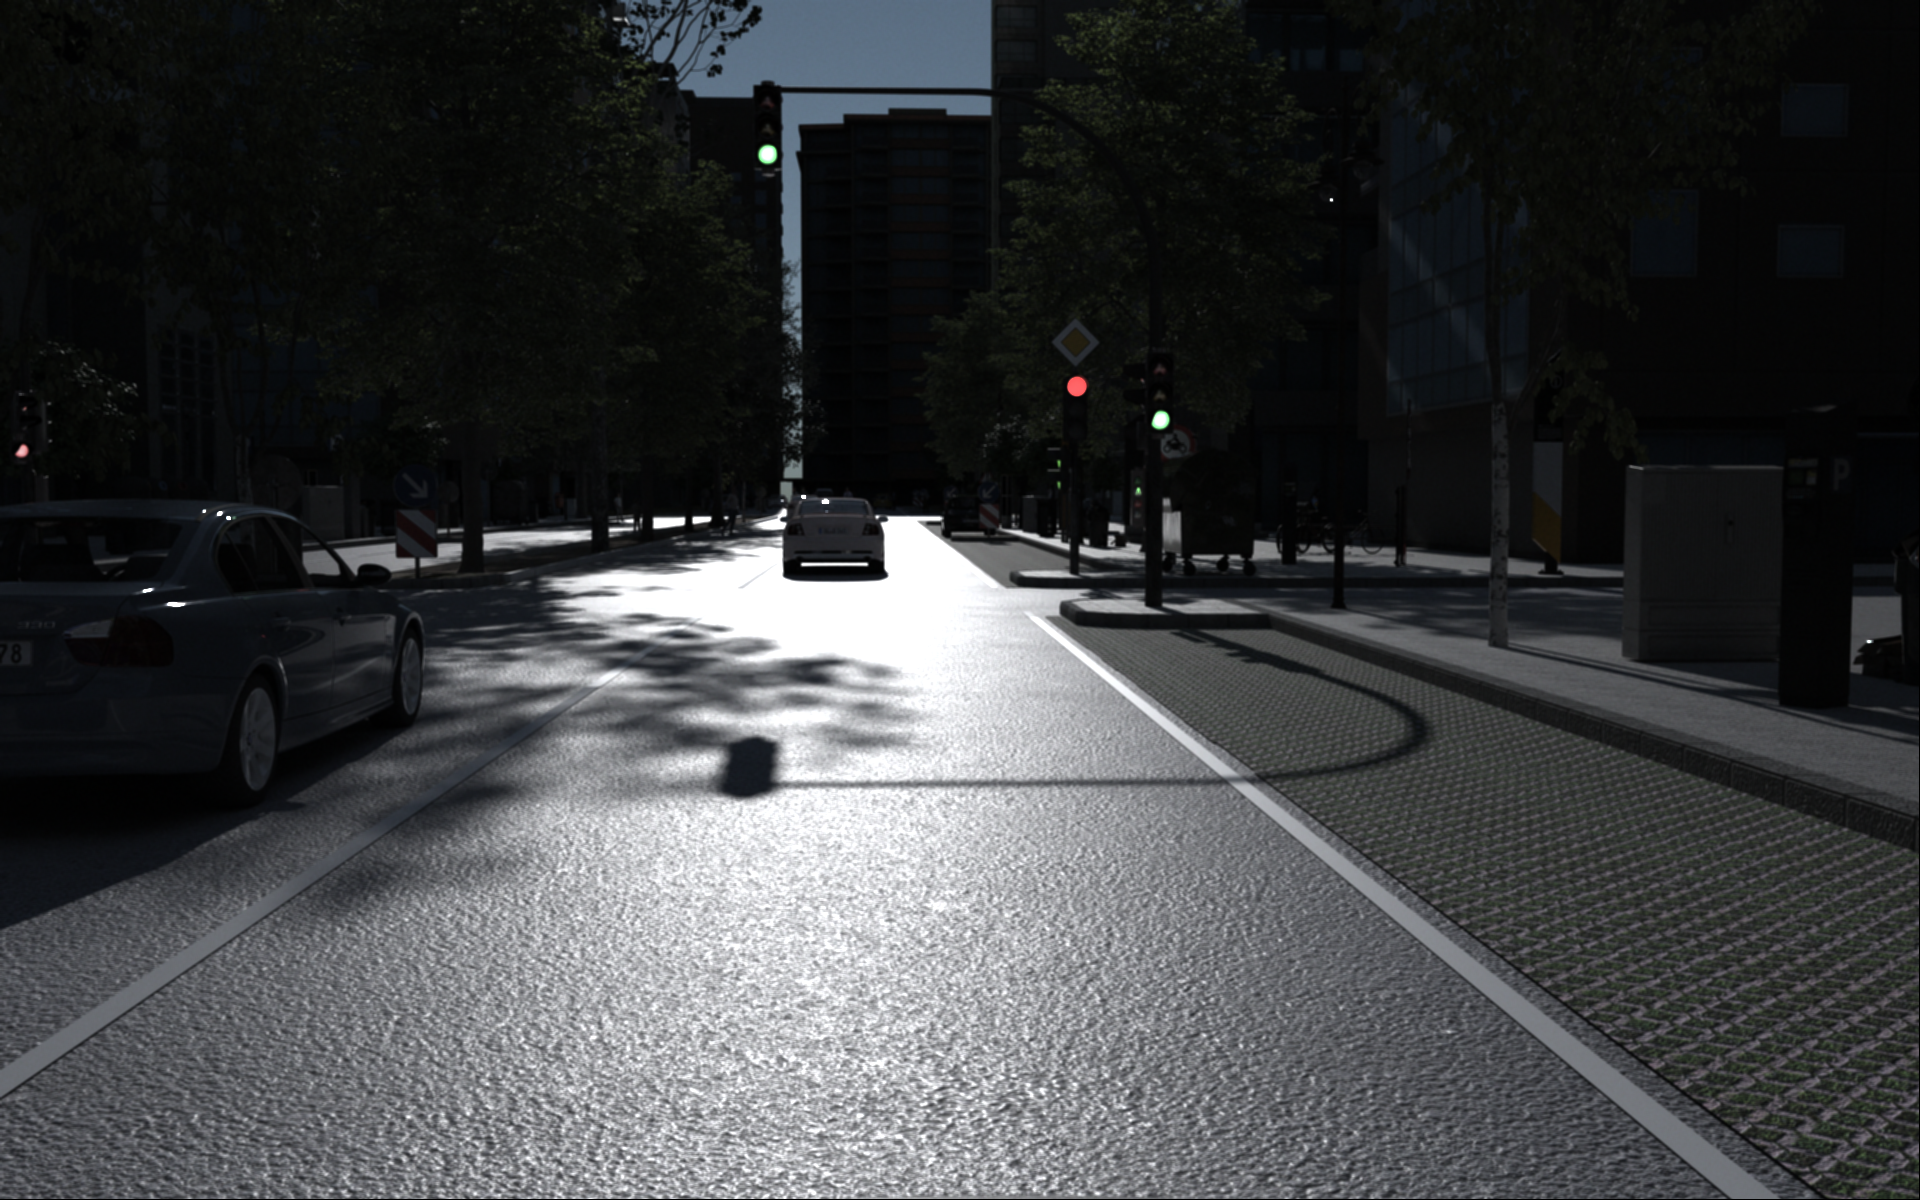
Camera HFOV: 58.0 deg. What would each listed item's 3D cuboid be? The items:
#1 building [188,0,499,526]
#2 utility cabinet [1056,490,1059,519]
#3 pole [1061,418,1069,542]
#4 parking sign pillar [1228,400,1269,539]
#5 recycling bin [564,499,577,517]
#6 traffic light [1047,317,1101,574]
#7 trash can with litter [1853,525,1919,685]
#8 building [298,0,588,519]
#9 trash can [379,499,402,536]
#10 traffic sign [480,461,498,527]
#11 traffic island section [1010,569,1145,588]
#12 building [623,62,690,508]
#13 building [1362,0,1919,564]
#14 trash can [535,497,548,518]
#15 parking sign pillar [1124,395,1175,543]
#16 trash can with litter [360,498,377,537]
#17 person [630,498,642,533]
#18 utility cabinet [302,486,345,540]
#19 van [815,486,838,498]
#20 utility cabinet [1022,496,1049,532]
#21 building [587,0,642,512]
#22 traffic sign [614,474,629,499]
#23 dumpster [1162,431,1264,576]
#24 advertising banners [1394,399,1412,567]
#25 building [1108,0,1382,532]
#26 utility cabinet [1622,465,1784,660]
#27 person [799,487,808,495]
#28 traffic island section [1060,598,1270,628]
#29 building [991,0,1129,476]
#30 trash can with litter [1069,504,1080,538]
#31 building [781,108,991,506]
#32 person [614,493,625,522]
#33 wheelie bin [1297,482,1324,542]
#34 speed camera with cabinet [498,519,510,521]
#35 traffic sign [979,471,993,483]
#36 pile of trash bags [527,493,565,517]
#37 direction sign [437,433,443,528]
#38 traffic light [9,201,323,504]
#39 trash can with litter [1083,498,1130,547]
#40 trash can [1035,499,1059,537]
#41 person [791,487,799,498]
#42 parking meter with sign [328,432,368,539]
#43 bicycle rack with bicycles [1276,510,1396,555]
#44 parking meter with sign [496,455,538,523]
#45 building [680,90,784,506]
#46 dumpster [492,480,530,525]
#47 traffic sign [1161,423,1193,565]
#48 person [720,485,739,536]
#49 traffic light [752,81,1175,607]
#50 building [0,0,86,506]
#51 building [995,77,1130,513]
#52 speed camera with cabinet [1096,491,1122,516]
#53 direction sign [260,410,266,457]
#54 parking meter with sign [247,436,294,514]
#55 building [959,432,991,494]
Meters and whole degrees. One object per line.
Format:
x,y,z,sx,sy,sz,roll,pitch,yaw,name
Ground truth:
-28.125,-25.913,73.788,14.600,45.320,14.200,0,4,-3,building
5.436,-4.807,87.272,1.173,1.500,0.318,2,4,28,utility cabinet
2.790,-3.183,45.887,0.158,3.312,0.155,0,3,0,pole
8.266,-3.782,50.310,1.447,3.967,1.447,-1,4,-20,parking sign pillar
-21.628,-5.150,96.755,0.722,1.027,0.722,2,4,24,recycling bin
1.817,-2.370,27.676,0.839,4.253,0.868,0,4,-3,traffic light
6.508,-0.027,11.828,0.624,1.170,1.055,0,4,-5,trash can with litter
-31.254,-28.008,108.038,14.600,45.320,14.200,0,4,-3,building
-17.419,-2.531,53.040,0.748,1.137,0.748,0,3,0,trash can
-18.405,-4.123,67.525,0.768,2.556,0.104,0,4,1,traffic sign
1.857,-0.337,27.791,2.009,0.180,2.903,0,4,-3,traffic island section
-33.266,-29.555,166.820,14.086,41.232,14.154,0,4,-3,building
17.668,-23.672,37.142,14.200,45.320,14.600,0,4,-3,building
-22.057,-4.868,91.241,0.748,1.137,0.748,0,3,0,trash can
5.032,-3.506,45.803,1.447,3.967,1.447,1,4,17,parking sign pillar
-17.848,-2.466,51.699,0.624,1.170,1.055,-3,5,-42,trash can with litter
-11.530,-2.993,61.700,0.475,1.303,0.640,0,4,1,person
-17.386,-2.363,47.322,0.318,1.500,1.173,2,4,28,utility cabinet
-10.513,-7.796,134.483,2.013,2.044,4.112,0,4,-4,van
2.530,-2.879,58.226,0.306,1.237,1.020,-3,4,-38,utility cabinet
-36.920,-31.231,130.242,23.786,49.044,30.456,0,4,-3,building
-19.821,-6.203,101.425,0.884,2.594,0.081,0,4,-1,traffic sign
3.946,-1.543,27.719,1.502,2.255,1.985,0,4,-3,dumpster
8.035,-2.150,31.336,0.090,3.025,2.074,1,4,21,advertising banners
18.284,-27.574,70.436,23.786,49.044,30.456,0,4,-3,building
5.731,-0.282,13.282,1.173,1.500,0.318,0,4,-4,utility cabinet
-8.717,-5.460,97.578,0.655,1.846,0.447,-2,4,-30,person
2.226,0.151,19.815,2.009,0.180,2.903,0,4,-3,traffic island section
9.371,-27.776,137.734,14.154,41.232,14.086,0,4,-3,building
3.600,-2.385,50.388,0.624,1.170,1.055,3,5,44,trash can with litter
-5.618,-33.336,199.665,28.867,44.769,22.147,0,4,-3,building
-17.669,-4.818,89.867,0.523,1.515,0.503,1,4,19,person
9.252,-2.339,46.146,0.693,1.594,0.980,-3,4,-38,wheelie bin
-22.183,-5.492,84.129,0.660,3.252,2.038,-1,4,-16,speed camera with cabinet
1.352,-5.201,85.040,0.884,2.594,0.081,0,4,6,traffic sign
-24.075,-5.497,99.620,1.912,1.369,3.447,2,4,31,pile of trash bags
-19.410,-4.444,64.650,0.379,3.537,0.876,-2,4,-27,direction sign
-12.391,-3.203,27.041,4.771,5.953,1.251,0,4,-3,traffic light
3.627,-1.893,42.341,1.055,1.170,0.624,0,4,1,trash can with litter
2.624,-2.480,52.199,0.748,1.137,0.748,0,3,0,trash can
-8.684,-5.062,91.363,0.778,1.811,0.616,-1,4,-9,person
-17.530,-3.272,49.753,0.543,3.016,1.738,0,4,2,parking meter with sign
7.945,-1.467,37.365,2.925,0.926,2.852,-2,4,-33,bicycle rack with bicycles
-19.779,-4.967,77.466,1.738,3.016,0.543,0,4,2,parking meter with sign
-27.380,-33.366,195.643,14.200,45.320,14.600,0,4,-3,building
-18.569,-4.024,71.555,1.264,1.857,1.865,0,4,-3,dumpster
3.881,-1.911,31.344,0.768,2.556,0.104,0,4,3,traffic sign
-7.982,-3.087,59.640,0.598,1.740,0.731,1,4,12,person
0.099,-2.740,19.462,4.771,5.953,1.251,0,4,-3,traffic light
-33.610,-44.589,41.702,22.319,86.520,31.000,0,4,-3,building
9.394,-21.544,123.943,14.160,30.474,14.107,0,4,-3,building
9.060,-6.590,102.078,2.038,3.252,0.660,2,4,25,speed camera with cabinet
-18.866,-3.361,46.948,0.379,3.537,0.876,-1,4,-15,direction sign
-21.153,-3.465,52.909,0.543,3.016,1.738,1,4,22,parking meter with sign
11.767,-51.781,159.297,22.319,86.520,31.000,0,4,-3,building
